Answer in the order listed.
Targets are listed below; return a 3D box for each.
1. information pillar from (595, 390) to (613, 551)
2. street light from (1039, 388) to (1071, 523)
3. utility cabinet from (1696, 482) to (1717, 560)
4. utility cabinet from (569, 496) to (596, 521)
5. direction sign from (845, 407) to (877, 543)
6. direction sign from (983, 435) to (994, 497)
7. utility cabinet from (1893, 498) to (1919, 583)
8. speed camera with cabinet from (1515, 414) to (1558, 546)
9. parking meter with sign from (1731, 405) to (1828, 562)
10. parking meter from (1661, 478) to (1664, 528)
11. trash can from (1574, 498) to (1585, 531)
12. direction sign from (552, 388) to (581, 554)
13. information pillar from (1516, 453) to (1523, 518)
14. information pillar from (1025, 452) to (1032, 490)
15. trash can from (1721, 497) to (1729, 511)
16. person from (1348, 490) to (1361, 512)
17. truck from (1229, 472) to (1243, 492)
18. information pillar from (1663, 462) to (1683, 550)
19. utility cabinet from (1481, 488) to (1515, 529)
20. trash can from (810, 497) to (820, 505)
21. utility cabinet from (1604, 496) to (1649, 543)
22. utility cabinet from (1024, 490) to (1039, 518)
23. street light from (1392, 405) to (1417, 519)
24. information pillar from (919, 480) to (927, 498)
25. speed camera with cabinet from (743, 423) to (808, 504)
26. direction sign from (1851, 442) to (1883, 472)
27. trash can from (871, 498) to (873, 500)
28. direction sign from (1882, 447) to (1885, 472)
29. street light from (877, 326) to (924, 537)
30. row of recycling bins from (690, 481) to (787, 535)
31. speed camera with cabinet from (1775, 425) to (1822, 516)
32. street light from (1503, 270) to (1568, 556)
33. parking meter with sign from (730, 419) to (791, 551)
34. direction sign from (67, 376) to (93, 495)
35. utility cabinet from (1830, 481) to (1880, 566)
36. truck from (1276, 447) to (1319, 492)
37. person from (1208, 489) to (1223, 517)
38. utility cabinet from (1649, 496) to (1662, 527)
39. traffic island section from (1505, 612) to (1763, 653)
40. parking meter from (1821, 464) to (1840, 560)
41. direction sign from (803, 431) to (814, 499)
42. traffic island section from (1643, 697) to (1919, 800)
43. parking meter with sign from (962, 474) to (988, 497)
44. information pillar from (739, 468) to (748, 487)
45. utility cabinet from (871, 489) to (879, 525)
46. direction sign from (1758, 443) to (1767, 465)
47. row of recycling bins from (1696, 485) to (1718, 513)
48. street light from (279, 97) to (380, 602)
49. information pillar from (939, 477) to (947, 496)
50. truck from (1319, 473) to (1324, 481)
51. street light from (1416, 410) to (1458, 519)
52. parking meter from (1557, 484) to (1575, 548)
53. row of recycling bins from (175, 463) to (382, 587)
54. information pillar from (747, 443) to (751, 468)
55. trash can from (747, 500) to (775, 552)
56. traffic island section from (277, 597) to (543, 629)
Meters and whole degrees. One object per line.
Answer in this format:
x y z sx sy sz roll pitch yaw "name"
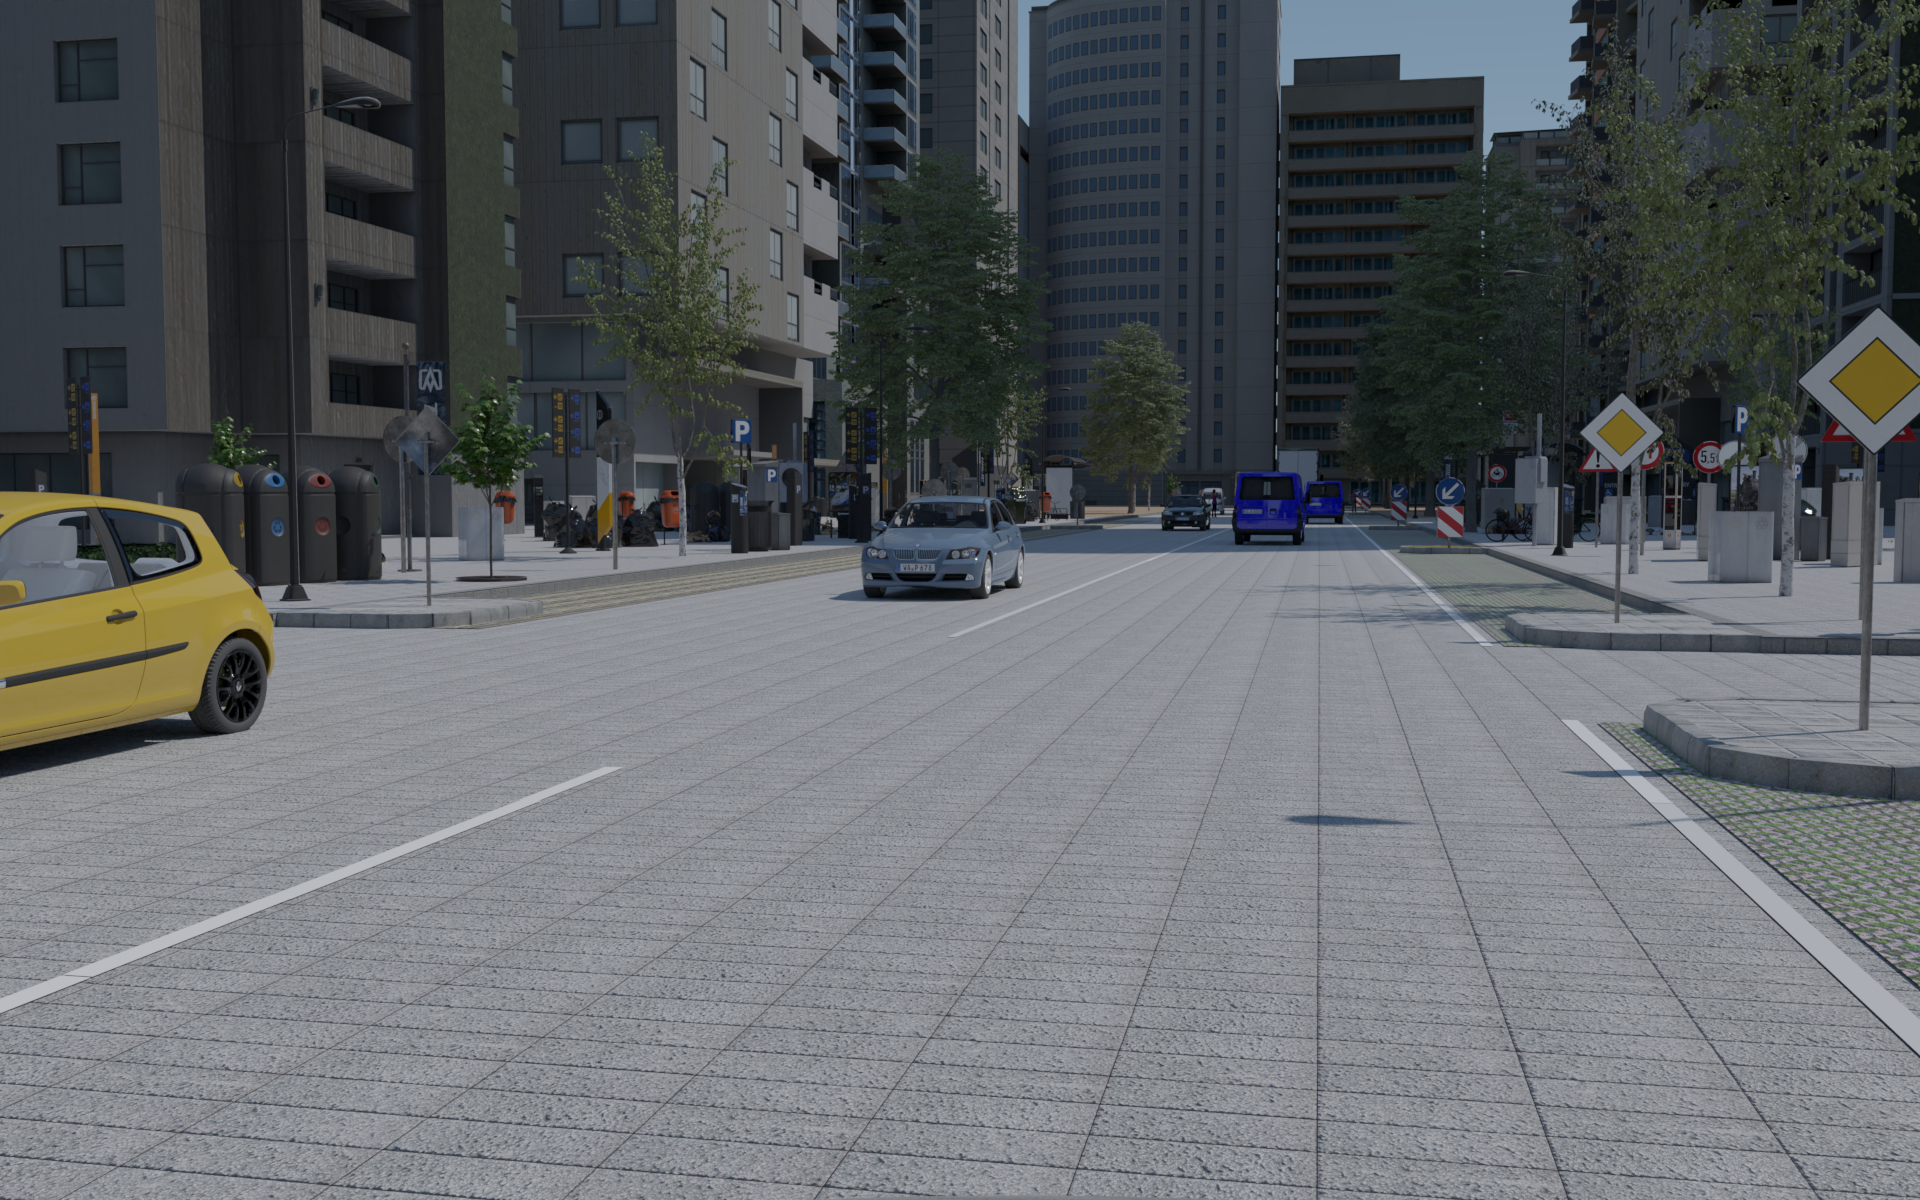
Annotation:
-7.984 -2.906 38.862 0.504 3.616 0.183 3 5 44 "information pillar"
4.151 -6.320 75.869 1.470 5.913 1.316 1 4 12 "street light"
14.447 -1.518 33.491 0.318 1.500 1.173 1 4 21 "utility cabinet"
-14.174 -3.291 64.963 1.020 1.237 0.306 -3 5 -42 "utility cabinet"
-2.590 -3.270 45.461 0.876 3.537 0.379 -2 4 -24 "direction sign"
1.098 -4.568 66.690 0.379 3.537 0.876 -2 4 -25 "direction sign"
14.154 -0.855 25.144 1.020 1.237 0.306 0 4 5 "utility cabinet"
14.566 -2.994 43.285 0.660 3.252 2.038 3 5 42 "speed camera with cabinet"
15.892 -2.282 33.565 0.543 3.016 1.738 -3 4 -39 "parking meter with sign"
26.328 -3.603 64.618 0.255 1.863 0.399 1 4 15 "parking meter"
20.168 -2.777 57.056 0.748 1.137 0.748 0 3 0 "trash can"
-8.456 -2.769 37.268 0.379 3.537 0.876 2 4 28 "direction sign"
27.772 -5.787 85.966 0.504 3.616 0.183 -3 4 -37 "information pillar"
3.700 -6.266 93.799 0.504 3.616 0.183 3 5 40 "information pillar"
36.537 -4.318 82.258 0.748 1.137 0.748 0 3 0 "trash can"
30.688 -7.668 134.591 1.217 1.743 0.721 -1 4 -16 "person"
25.871 -9.652 153.729 3.469 3.379 9.791 1 4 12 "truck"
16.378 -2.159 39.798 0.304 2.012 0.304 3 5 45 "information pillar"
19.717 -3.351 63.466 1.173 1.500 0.318 -1 4 -10 "utility cabinet"
-6.699 -4.087 78.482 0.748 1.137 0.748 0 3 0 "trash can"
17.647 -2.131 46.000 1.020 1.237 0.306 1 4 11 "utility cabinet"
3.689 -5.169 93.184 1.173 1.500 0.318 -1 4 -17 "utility cabinet"
23.191 -7.193 90.152 1.470 5.913 1.316 1 4 12 "street light"
-1.919 -5.202 89.546 0.304 2.012 0.304 2 4 29 "information pillar"
-5.302 -3.294 48.189 2.038 3.252 0.660 1 4 8 "speed camera with cabinet"
22.630 -3.151 43.513 0.379 3.537 0.876 0 4 -2 "direction sign"
-3.295 -2.852 58.288 0.748 1.137 0.748 0 3 0 "trash can"
32.377 -4.257 61.606 0.876 3.537 0.379 2 4 34 "direction sign"
-1.673 -4.621 48.098 1.470 5.913 1.316 1 4 12 "street light"
-6.988 -2.956 55.447 3.534 1.692 1.069 -3 5 -41 "row of recycling bins"
23.206 -3.286 48.062 0.660 3.252 2.038 0 4 -5 "speed camera with cabinet"
11.964 -3.883 36.024 1.470 5.913 1.316 1 4 12 "street light"
-4.557 -2.673 39.957 0.543 3.016 1.738 -3 5 -43 "parking meter with sign"
-17.068 -2.547 33.643 0.876 3.537 0.379 3 4 37 "direction sign"
15.826 -1.343 30.632 1.173 1.500 0.318 -3 4 -39 "utility cabinet"
21.177 -7.350 109.087 2.839 4.237 11.283 1 4 10 "truck"
15.754 -5.975 106.881 1.217 1.739 0.721 -3 4 -38 "person"
27.192 -3.421 67.091 0.306 1.237 1.020 -3 4 -39 "utility cabinet"
6.560 0.308 17.245 2.009 0.180 2.903 1 4 12 "traffic island section"
17.056 -1.728 33.965 0.255 1.863 0.399 3 4 37 "parking meter"
-5.462 -4.318 62.602 0.379 3.537 0.876 -2 4 -29 "direction sign"
4.936 0.786 9.426 2.009 0.180 2.903 1 4 12 "traffic island section"
0.462 -5.061 79.007 1.738 3.016 0.543 0 4 7 "parking meter with sign"
-6.160 -2.767 49.727 0.304 2.012 0.304 1 4 11 "information pillar"
-3.711 -3.780 70.487 0.318 1.500 1.173 -3 5 -43 "utility cabinet"
35.523 -5.168 76.488 0.876 3.537 0.379 -2 4 -26 "direction sign"
33.637 -4.378 78.689 1.069 1.692 3.534 3 4 38 "row of recycling bins"
-7.464 -2.935 20.527 1.470 5.913 1.316 1 4 12 "street light"
-0.726 -4.172 72.711 0.304 2.012 0.304 1 4 10 "information pillar"
24.740 -7.994 126.618 3.469 3.379 9.791 1 4 13 "truck"
17.532 -5.539 63.097 1.470 5.913 1.316 1 4 12 "street light"
14.379 -2.000 41.116 0.372 1.533 0.369 0 3 0 "parking meter"
-9.675 -1.074 24.677 1.069 1.692 3.534 1 4 22 "row of recycling bins"
-8.857 -4.976 72.707 0.183 3.616 0.504 -1 4 -20 "information pillar"
-4.510 -1.654 38.691 0.748 1.137 0.748 0 3 0 "trash can"
-6.111 0.147 19.872 2.009 0.180 2.903 1 4 12 "traffic island section"
